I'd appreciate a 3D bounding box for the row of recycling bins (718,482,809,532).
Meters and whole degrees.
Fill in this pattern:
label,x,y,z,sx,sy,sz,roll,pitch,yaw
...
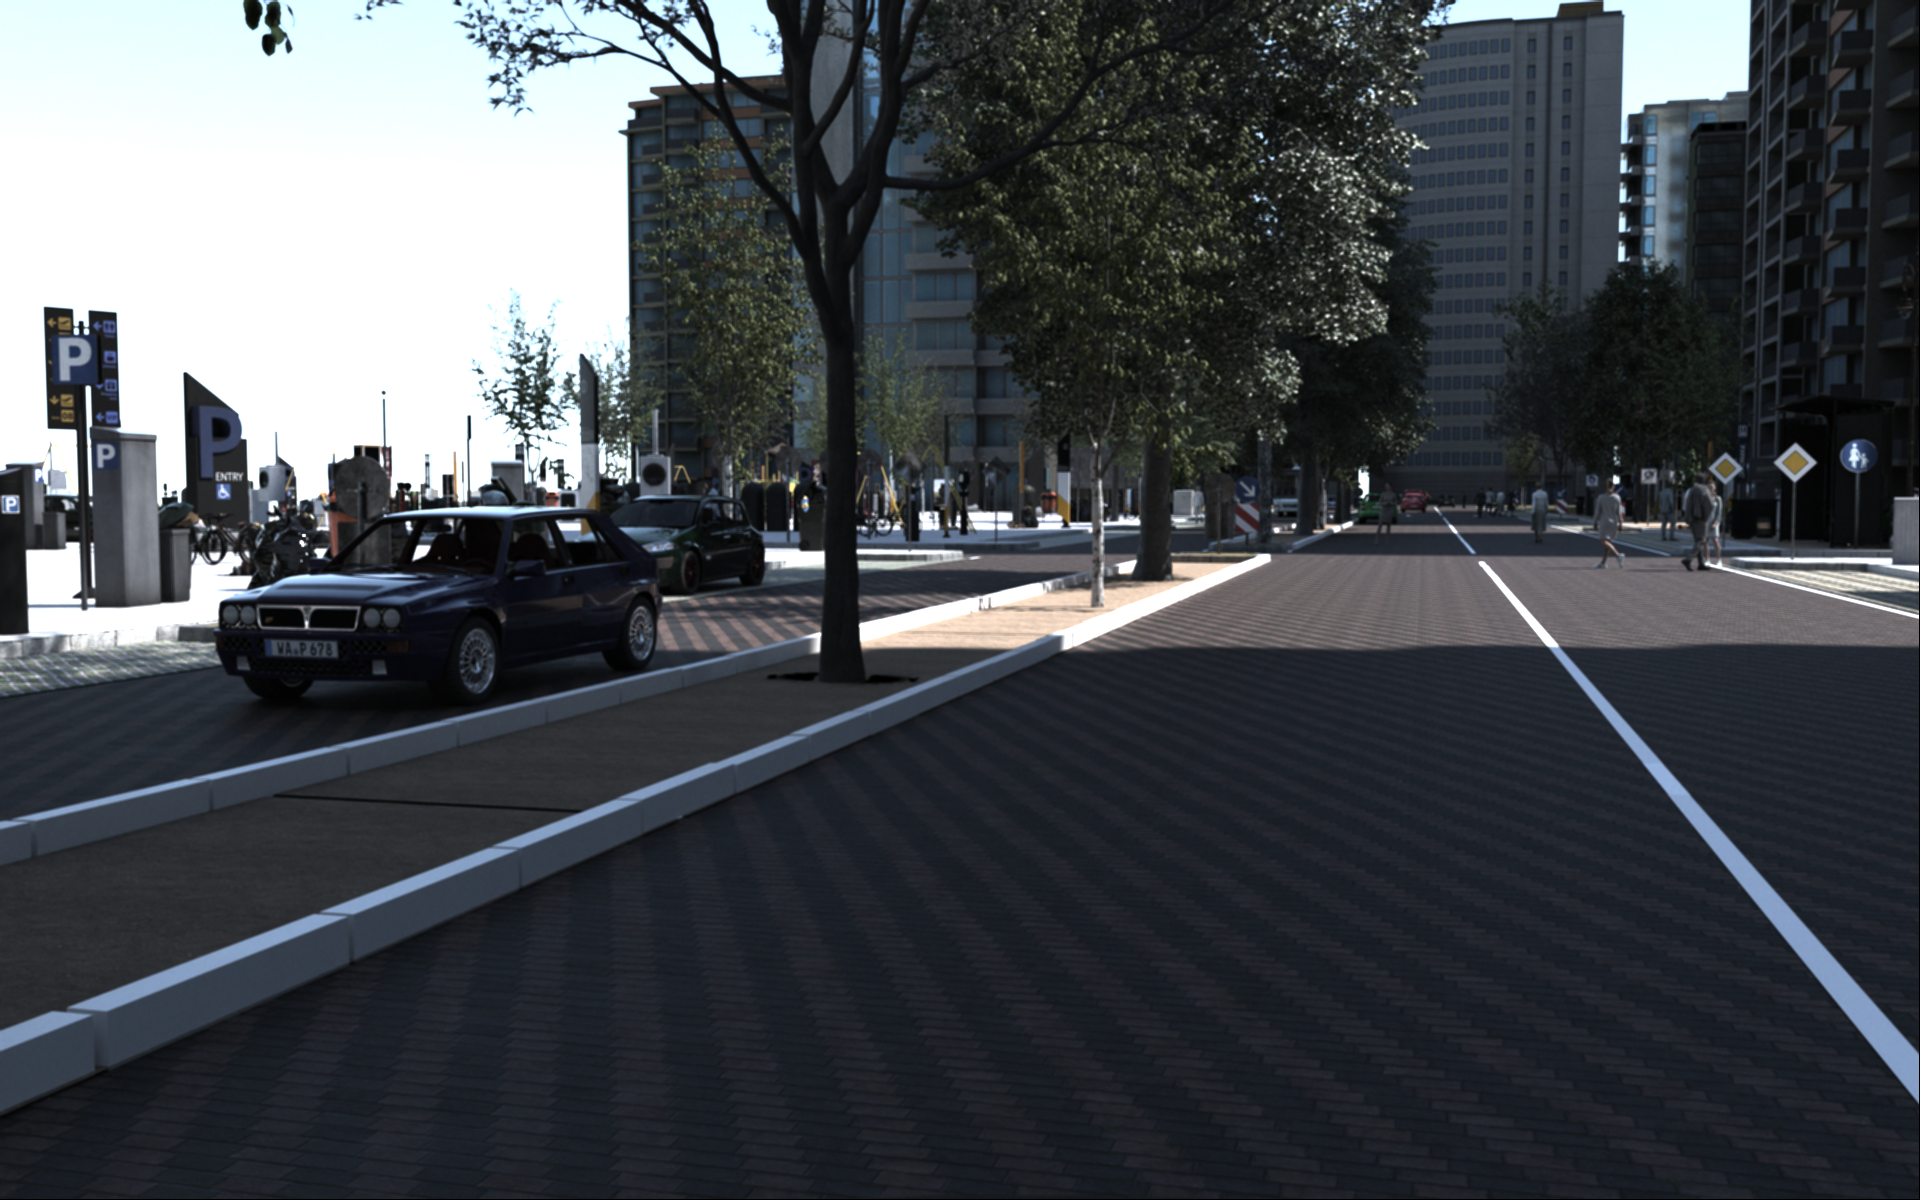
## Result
label,x,y,z,sx,sy,sz,roll,pitch,yaw
row of recycling bins,-6.677,-3.224,59.818,3.534,1.692,1.069,1,4,11

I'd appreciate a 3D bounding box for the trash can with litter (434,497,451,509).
label,x,y,z,sx,sy,sz,roll,pitch,yaw
trash can with litter,-17.388,-2.815,57.418,0.624,1.170,1.055,1,4,9

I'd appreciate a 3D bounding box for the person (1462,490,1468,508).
label,x,y,z,sx,sy,sz,roll,pitch,yaw
person,50.806,-10.145,174.387,0.705,1.821,1.348,3,4,36

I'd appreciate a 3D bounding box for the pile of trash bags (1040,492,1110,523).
label,x,y,z,sx,sy,sz,roll,pitch,yaw
pile of trash bags,5.089,-4.234,78.973,3.447,1.369,1.912,3,4,37

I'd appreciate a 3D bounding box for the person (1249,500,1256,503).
label,x,y,z,sx,sy,sz,roll,pitch,yaw
person,15.039,-4.929,89.435,0.694,1.780,0.624,-1,4,-16

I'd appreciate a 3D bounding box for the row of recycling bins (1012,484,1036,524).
label,x,y,z,sx,sy,sz,roll,pitch,yaw
row of recycling bins,2.755,-4.146,74.894,1.069,1.692,3.534,0,4,1

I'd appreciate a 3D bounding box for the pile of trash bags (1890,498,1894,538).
label,x,y,z,sx,sy,sz,roll,pitch,yaw
pile of trash bags,26.774,-2.570,51.769,3.447,1.369,1.912,3,4,38

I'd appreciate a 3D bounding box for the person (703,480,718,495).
label,x,y,z,sx,sy,sz,roll,pitch,yaw
person,-6.312,-2.169,44.221,0.793,1.790,0.793,1,4,19

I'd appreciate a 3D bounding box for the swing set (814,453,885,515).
label,x,y,z,sx,sy,sz,roll,pitch,yaw
swing set,-4.042,-4.143,65.357,2.862,2.851,3.119,3,4,38

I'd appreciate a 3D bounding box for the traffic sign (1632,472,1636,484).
label,x,y,z,sx,sy,sz,roll,pitch,yaw
traffic sign,37.773,-5.890,96.402,0.768,2.556,0.104,1,4,19

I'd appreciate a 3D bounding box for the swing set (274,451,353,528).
label,x,y,z,sx,sy,sz,roll,pitch,yaw
swing set,-23.564,-4.075,64.250,2.862,2.851,3.119,1,4,15

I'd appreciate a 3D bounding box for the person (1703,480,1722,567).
label,x,y,z,sx,sy,sz,roll,pitch,yaw
person,14.902,-1.524,34.417,0.512,1.701,0.522,2,4,31

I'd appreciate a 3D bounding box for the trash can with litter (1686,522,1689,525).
label,x,y,z,sx,sy,sz,roll,pitch,yaw
trash can with litter,30.735,-3.714,72.118,1.055,1.170,0.624,2,4,26

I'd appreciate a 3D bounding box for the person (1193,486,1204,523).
label,x,y,z,sx,sy,sz,roll,pitch,yaw
person,11.692,-4.677,84.846,0.514,1.842,0.818,0,4,-8

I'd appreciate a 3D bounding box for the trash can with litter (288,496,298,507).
label,x,y,z,sx,sy,sz,roll,pitch,yaw
trash can with litter,-30.356,-4.170,79.239,2.233,1.210,1.678,2,4,31

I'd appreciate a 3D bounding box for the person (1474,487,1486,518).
label,x,y,z,sx,sy,sz,roll,pitch,yaw
person,31.258,-5.854,103.992,0.659,1.850,0.755,2,4,27

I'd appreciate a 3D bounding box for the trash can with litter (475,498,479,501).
label,x,y,z,sx,sy,sz,roll,pitch,yaw
trash can with litter,-14.119,-2.483,51.989,0.624,1.170,1.055,-3,4,-38

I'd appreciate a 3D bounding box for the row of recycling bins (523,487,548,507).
label,x,y,z,sx,sy,sz,roll,pitch,yaw
row of recycling bins,-24.747,-5.580,98.342,3.534,1.692,1.069,2,4,34

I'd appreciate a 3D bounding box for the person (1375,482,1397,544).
label,x,y,z,sx,sy,sz,roll,pitch,yaw
person,12.126,-2.475,49.301,0.599,1.781,0.374,1,4,13

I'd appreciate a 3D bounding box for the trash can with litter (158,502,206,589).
label,x,y,z,sx,sy,sz,roll,pitch,yaw
trash can with litter,-10.546,-0.701,22.853,0.624,1.170,1.055,1,4,21

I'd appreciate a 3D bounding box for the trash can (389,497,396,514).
label,x,y,z,sx,sy,sz,roll,pitch,yaw
trash can,-23.551,-3.718,72.447,0.748,1.137,0.748,0,3,0

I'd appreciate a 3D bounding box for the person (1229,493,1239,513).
label,x,y,z,sx,sy,sz,roll,pitch,yaw
person,13.487,-4.665,84.876,0.850,1.850,0.679,2,4,35

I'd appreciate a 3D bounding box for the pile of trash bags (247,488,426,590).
label,x,y,z,sx,sy,sz,roll,pitch,yaw
pile of trash bags,-8.110,-0.774,22.415,1.912,1.369,3.447,-2,4,-27

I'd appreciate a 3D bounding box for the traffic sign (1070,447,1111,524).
label,x,y,z,sx,sy,sz,roll,pitch,yaw
traffic sign,5.406,-4.950,74.799,2.265,3.308,0.079,1,4,17

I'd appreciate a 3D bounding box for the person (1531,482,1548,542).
label,x,y,z,sx,sy,sz,roll,pitch,yaw
person,17.104,-2.593,51.118,0.478,1.798,0.641,1,4,21

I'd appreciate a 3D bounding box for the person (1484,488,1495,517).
label,x,y,z,sx,sy,sz,roll,pitch,yaw
person,32.816,-6.060,107.422,0.661,1.843,0.795,2,4,30

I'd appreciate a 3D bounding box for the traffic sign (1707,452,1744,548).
label,x,y,z,sx,sy,sz,roll,pitch,yaw
traffic sign,18.196,-2.299,41.226,0.795,2.450,0.064,1,4,15

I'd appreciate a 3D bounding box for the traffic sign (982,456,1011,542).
label,x,y,z,sx,sy,sz,roll,pitch,yaw
traffic sign,0.961,-2.581,45.842,0.795,2.450,0.064,1,4,15

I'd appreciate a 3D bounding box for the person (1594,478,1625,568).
label,x,y,z,sx,sy,sz,roll,pitch,yaw
person,12.521,-1.472,33.321,0.466,1.731,0.760,-2,4,-30

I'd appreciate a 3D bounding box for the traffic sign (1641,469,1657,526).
label,x,y,z,sx,sy,sz,roll,pitch,yaw
traffic sign,27.792,-4.146,69.910,0.606,2.300,0.079,1,4,16

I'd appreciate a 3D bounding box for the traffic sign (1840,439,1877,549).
label,x,y,z,sx,sy,sz,roll,pitch,yaw
traffic sign,20.910,-2.462,40.353,0.768,2.556,0.104,1,4,23

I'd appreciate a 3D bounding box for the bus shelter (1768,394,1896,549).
label,x,y,z,sx,sy,sz,roll,pitch,yaw
bus shelter,21.860,-3.204,43.676,1.731,3.624,6.357,1,4,15

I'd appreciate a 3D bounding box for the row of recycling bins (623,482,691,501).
label,x,y,z,sx,sy,sz,roll,pitch,yaw
row of recycling bins,-10.409,-3.230,59.924,1.069,1.692,3.534,2,4,32

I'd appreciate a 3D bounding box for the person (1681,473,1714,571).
label,x,y,z,sx,sy,sz,roll,pitch,yaw
person,13.785,-1.450,32.313,0.850,1.850,0.679,-2,4,-26

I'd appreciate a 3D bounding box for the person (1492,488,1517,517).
label,x,y,z,sx,sy,sz,roll,pitch,yaw
person,34.535,-6.182,109.796,1.509,1.804,0.699,1,4,22

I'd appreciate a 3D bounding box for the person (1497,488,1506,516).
label,x,y,z,sx,sy,sz,roll,pitch,yaw
person,34.966,-6.319,112.039,0.641,1.798,0.478,-3,5,-39

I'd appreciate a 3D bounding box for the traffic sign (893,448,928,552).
label,x,y,z,sx,sy,sz,roll,pitch,yaw
traffic sign,-1.103,-2.109,38.127,0.795,2.450,0.064,1,4,15

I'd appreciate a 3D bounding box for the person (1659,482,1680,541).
label,x,y,z,sx,sy,sz,roll,pitch,yaw
person,21.571,-2.702,52.778,0.391,1.810,0.635,-2,4,-26

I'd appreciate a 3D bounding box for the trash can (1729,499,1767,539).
label,x,y,z,sx,sy,sz,roll,pitch,yaw
trash can,22.207,-2.292,49.123,0.748,1.137,0.748,0,3,0

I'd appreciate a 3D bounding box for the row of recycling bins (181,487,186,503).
label,x,y,z,sx,sy,sz,roll,pitch,yaw
row of recycling bins,-44.470,-5.870,103.090,3.534,1.692,1.069,-1,4,-17

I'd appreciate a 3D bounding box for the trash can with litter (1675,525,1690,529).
label,x,y,z,sx,sy,sz,roll,pitch,yaw
trash can with litter,27.253,-3.256,64.298,2.233,1.210,1.678,-1,4,-16

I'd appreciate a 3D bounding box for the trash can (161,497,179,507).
label,x,y,z,sx,sy,sz,roll,pitch,yaw
trash can,-42.794,-5.010,93.573,0.748,1.137,0.748,0,3,0

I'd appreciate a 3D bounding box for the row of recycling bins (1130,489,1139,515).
label,x,y,z,sx,sy,sz,roll,pitch,yaw
row of recycling bins,11.402,-6.015,105.456,1.069,1.692,3.534,2,4,34

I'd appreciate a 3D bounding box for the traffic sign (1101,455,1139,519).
label,x,y,z,sx,sy,sz,roll,pitch,yaw
traffic sign,8.067,-5.766,88.139,2.265,3.308,0.079,1,4,19

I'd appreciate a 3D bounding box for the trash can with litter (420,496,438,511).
label,x,y,z,sx,sy,sz,roll,pitch,yaw
trash can with litter,-16.615,-2.564,52.984,2.233,1.210,1.678,0,4,-8

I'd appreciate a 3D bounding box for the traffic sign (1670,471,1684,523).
label,x,y,z,sx,sy,sz,roll,pitch,yaw
traffic sign,31.314,-4.498,75.672,0.606,2.300,0.079,2,4,24

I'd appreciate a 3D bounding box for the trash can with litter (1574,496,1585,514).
label,x,y,z,sx,sy,sz,roll,pitch,yaw
trash can with litter,39.707,-6.096,111.057,0.624,1.170,1.055,1,4,20

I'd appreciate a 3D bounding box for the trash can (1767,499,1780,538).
label,x,y,z,sx,sy,sz,roll,pitch,yaw
trash can,23.581,-2.389,50.718,0.748,1.137,0.748,0,3,0

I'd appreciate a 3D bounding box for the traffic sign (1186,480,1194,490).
label,x,y,z,sx,sy,sz,roll,pitch,yaw
traffic sign,15.877,-7.297,119.306,0.884,2.594,0.081,1,4,17

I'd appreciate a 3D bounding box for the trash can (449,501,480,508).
label,x,y,z,sx,sy,sz,roll,pitch,yaw
trash can,-10.138,-1.473,35.730,0.748,1.137,0.748,0,3,0

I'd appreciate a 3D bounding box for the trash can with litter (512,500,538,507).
label,x,y,z,sx,sy,sz,roll,pitch,yaw
trash can with litter,-7.552,-1.178,30.640,0.624,1.170,1.055,1,4,17

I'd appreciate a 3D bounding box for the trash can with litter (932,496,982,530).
label,x,y,z,sx,sy,sz,roll,pitch,yaw
trash can with litter,-0.224,-3.157,62.676,1.678,1.210,2.233,-1,4,-13

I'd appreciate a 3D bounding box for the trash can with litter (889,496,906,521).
label,x,y,z,sx,sy,sz,roll,pitch,yaw
trash can with litter,-3.032,-4.287,81.486,1.055,1.170,0.624,-1,4,-12

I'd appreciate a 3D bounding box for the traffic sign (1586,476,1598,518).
label,x,y,z,sx,sy,sz,roll,pitch,yaw
traffic sign,34.346,-5.628,94.146,0.606,2.300,0.079,1,4,20

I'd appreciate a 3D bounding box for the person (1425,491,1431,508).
label,x,y,z,sx,sy,sz,roll,pitch,yaw
person,49.171,-10.623,182.908,1.217,1.743,0.721,0,4,6

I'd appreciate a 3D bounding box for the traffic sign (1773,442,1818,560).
label,x,y,z,sx,sy,sz,roll,pitch,yaw
traffic sign,16.131,-1.827,33.511,0.795,2.450,0.064,1,4,15

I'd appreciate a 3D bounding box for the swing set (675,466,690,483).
label,x,y,z,sx,sy,sz,roll,pitch,yaw
swing set,-16.276,-6.101,97.365,2.862,2.851,3.119,-3,4,-39

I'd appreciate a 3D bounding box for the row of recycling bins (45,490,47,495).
label,x,y,z,sx,sy,sz,roll,pitch,yaw
row of recycling bins,-51.396,-5.298,93.732,3.534,1.692,1.069,-2,4,-27

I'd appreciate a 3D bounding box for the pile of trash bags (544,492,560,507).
label,x,y,z,sx,sy,sz,roll,pitch,yaw
pile of trash bags,-18.512,-4.538,83.949,3.447,1.369,1.912,2,4,27
